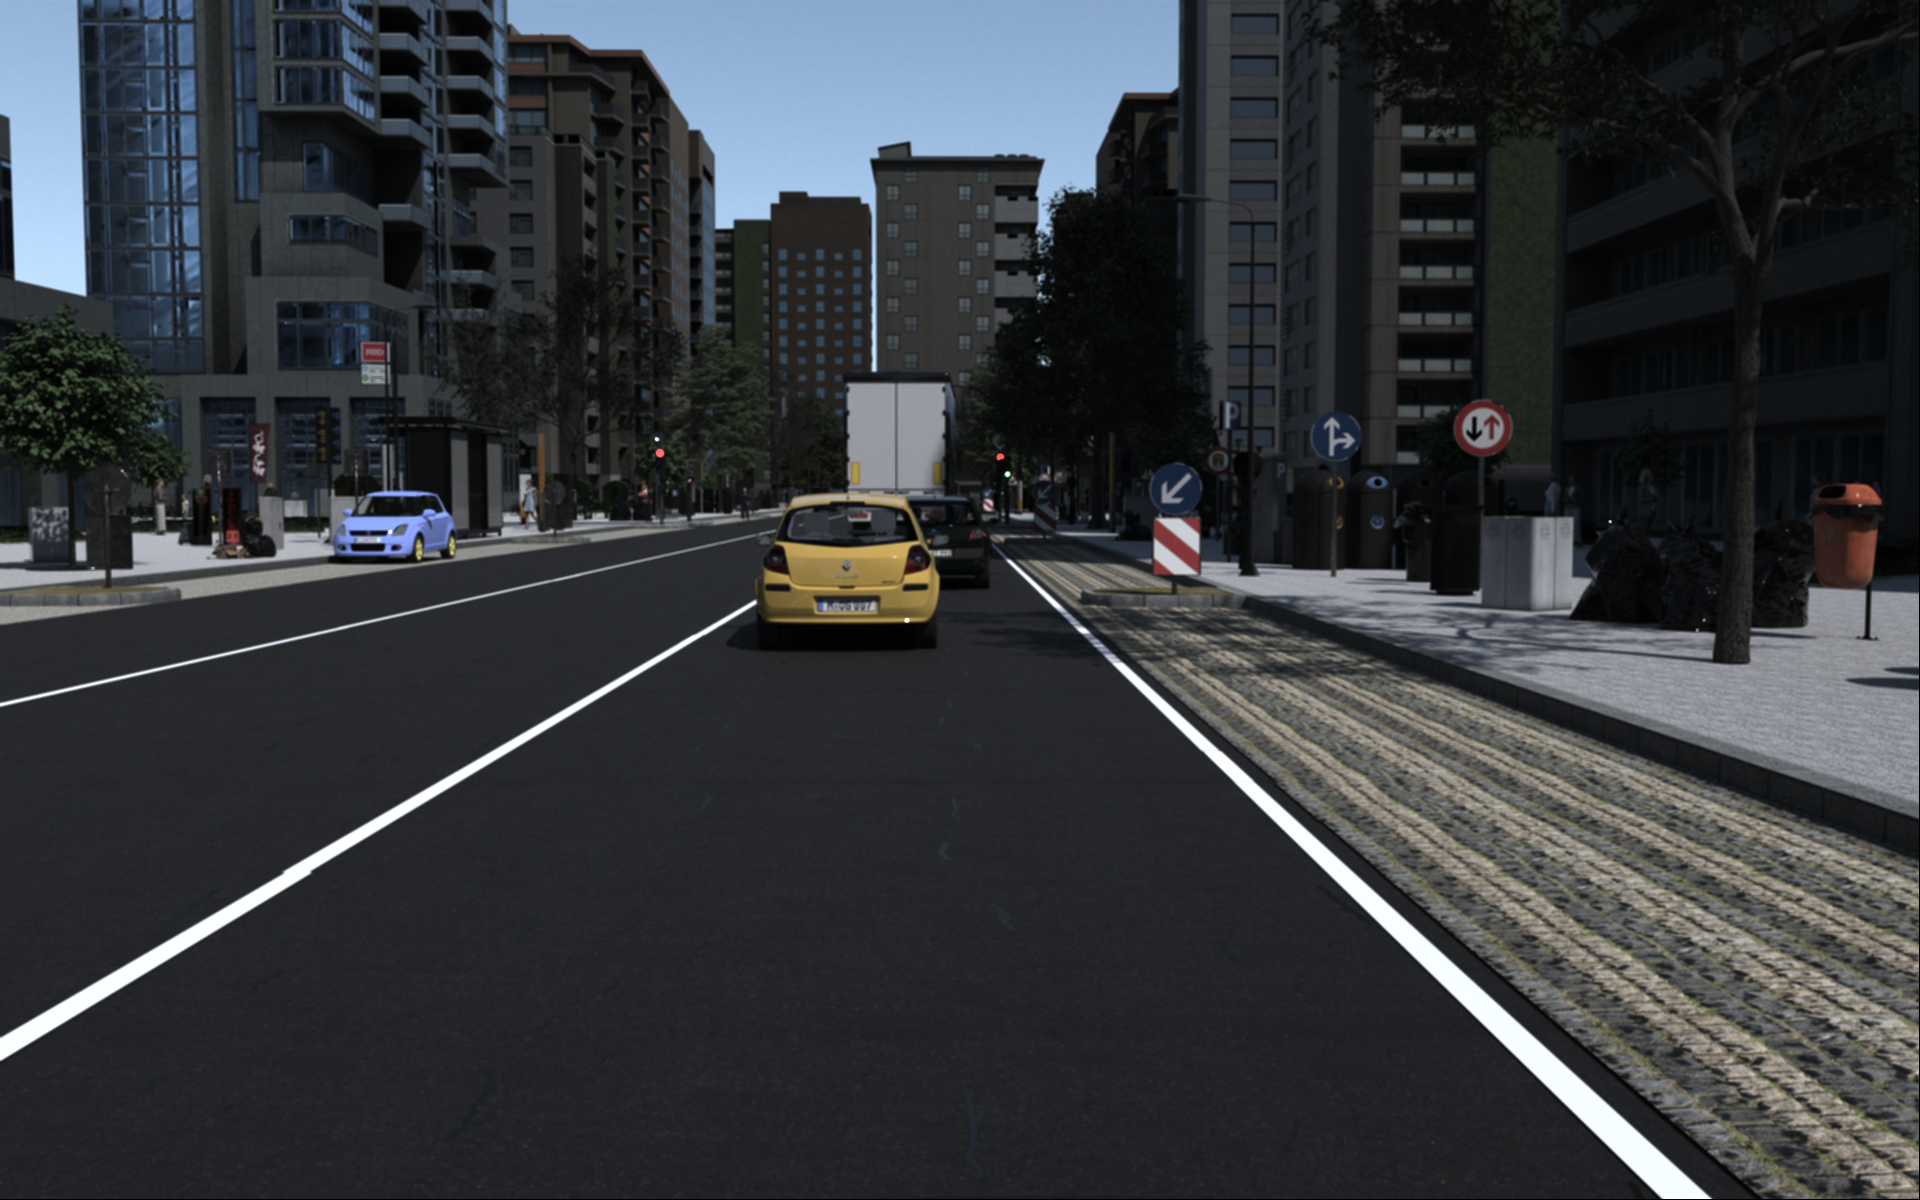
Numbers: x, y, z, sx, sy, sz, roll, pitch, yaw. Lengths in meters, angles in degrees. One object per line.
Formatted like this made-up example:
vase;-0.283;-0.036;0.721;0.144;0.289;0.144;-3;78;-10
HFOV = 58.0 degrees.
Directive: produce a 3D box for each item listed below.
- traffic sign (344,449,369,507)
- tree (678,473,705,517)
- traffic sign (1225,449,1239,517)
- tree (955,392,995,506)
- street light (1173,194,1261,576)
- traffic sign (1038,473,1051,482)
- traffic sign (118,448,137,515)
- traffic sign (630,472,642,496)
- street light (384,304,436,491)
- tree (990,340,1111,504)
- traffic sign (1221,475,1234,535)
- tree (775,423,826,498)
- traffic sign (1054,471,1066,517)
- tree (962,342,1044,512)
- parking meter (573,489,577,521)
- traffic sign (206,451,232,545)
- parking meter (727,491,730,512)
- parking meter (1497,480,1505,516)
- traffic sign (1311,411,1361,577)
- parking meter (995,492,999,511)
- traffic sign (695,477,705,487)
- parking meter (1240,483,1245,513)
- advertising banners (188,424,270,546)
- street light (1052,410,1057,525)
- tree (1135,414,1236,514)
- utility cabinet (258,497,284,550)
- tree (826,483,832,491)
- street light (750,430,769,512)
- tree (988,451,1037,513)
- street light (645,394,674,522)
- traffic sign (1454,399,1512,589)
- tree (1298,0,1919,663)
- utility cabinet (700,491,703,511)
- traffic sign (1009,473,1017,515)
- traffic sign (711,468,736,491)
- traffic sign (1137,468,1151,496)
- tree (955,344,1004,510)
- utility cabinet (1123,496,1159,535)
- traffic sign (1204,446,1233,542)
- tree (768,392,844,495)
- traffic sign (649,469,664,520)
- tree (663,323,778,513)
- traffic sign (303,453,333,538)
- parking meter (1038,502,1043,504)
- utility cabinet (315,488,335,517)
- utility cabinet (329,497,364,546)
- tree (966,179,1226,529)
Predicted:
traffic sign;-13.708;-2.277;39.364;0.606;2.300;0.079;1;4;8
tree;-15.657;-6.255;96.866;1.663;3.219;1.824;0;3;0
traffic sign;7.728;-3.013;49.372;0.768;2.556;0.104;0;4;2
tree;3.207;-14.899;169.346;9.928;11.665;9.643;0;3;0
street light;4.005;-3.332;27.025;1.470;5.913;1.316;0;4;-1
traffic sign;5.048;-6.326;103.541;0.768;2.556;0.104;0;4;5
traffic sign;-18.385;-2.200;38.100;0.606;2.300;0.079;0;4;3
traffic sign;-18.421;-6.019;98.523;0.768;2.556;0.104;0;4;6
street light;-13.493;-4.276;42.461;1.470;5.913;1.316;0;4;-1
tree;4.959;-9.473;89.304;7.601;10.594;8.767;1;4;22
traffic sign;8.347;-3.212;54.639;0.606;2.300;0.079;0;4;-1
tree;-16.094;-13.324;168.206;4.360;8.622;3.978;0;3;0
traffic sign;5.468;-5.826;95.356;0.768;2.556;0.104;0;4;5
tree;3.817;-12.689;125.600;7.486;12.596;7.792;0;3;0
parking meter;-18.713;-4.607;83.737;0.372;1.533;0.369;0;3;0
traffic sign;-17.444;-2.365;40.801;0.606;2.300;0.079;0;3;0
parking meter;-16.495;-6.990;122.691;0.372;1.533;0.369;0;3;0
parking meter;22.151;-3.986;70.880;0.255;1.863;0.399;1;4;22
traffic sign;5.797;-1.633;26.798;0.768;2.556;0.104;0;4;3
parking meter;2.853;-7.660;130.953;0.399;1.863;0.255;0;4;-3
traffic sign;-18.788;-7.628;124.720;0.884;2.594;0.081;0;3;0
parking meter;6.471;-1.864;38.891;0.372;1.533;0.369;0;3;0
advertising banners;-18.144;-2.867;43.058;2.074;3.025;0.090;0;4;1
street light;3.337;-6.098;72.248;1.470;5.913;1.316;0;4;-1
tree;5.359;-2.897;41.968;1.663;3.219;1.824;0;3;0
utility cabinet;-15.748;-1.742;39.637;0.306;1.237;1.020;0;4;-7
tree;-16.692;-16.819;225.358;4.360;8.622;3.978;0;3;0
street light;-14.566;-9.381;125.924;1.470;5.913;1.316;0;4;-1
tree;3.705;-8.241;118.461;4.285;4.588;4.351;0;3;0
street light;-13.955;-6.602;80.479;1.470;5.913;1.316;0;4;-1
traffic sign;7.056;-1.427;23.445;0.768;2.556;0.104;1;4;8
tree;6.209;-4.801;12.911;7.601;10.594;8.767;-1;4;-13
utility cabinet;-19.001;-7.427;130.110;0.318;1.500;1.173;2;4;33
traffic sign;3.292;-6.626;108.334;0.884;2.594;0.081;0;4;6
traffic sign;-18.391;-8.581;134.174;2.265;3.308;0.079;0;4;5
traffic sign;7.596;-4.280;69.976;0.884;2.594;0.081;0;4;2
tree;3.215;-14.171;142.067;12.009;13.543;11.850;0;3;0
utility cabinet;5.310;-2.431;50.907;1.020;1.237;0.306;-1;4;-13
traffic sign;6.917;-2.833;46.418;0.768;2.556;0.104;0;4;7
tree;-16.684;-16.833;192.226;9.611;12.733;9.660;0;3;0
traffic sign;-15.061;-5.254;86.013;0.768;2.556;0.104;1;4;9
tree;-16.093;-12.082;115.663;7.486;12.596;7.792;0;3;0
traffic sign;-18.670;-3.082;50.397;0.884;2.594;0.081;0;4;2
parking meter;4.798;-5.786;103.010;0.372;1.533;0.369;0;3;0
utility cabinet;-25.201;-3.677;68.804;1.173;1.500;0.318;3;5;44
utility cabinet;-15.184;-1.961;43.219;1.020;1.237;0.306;-2;4;-26
tree;4.972;-8.953;63.391;9.611;12.733;9.660;0;3;0
